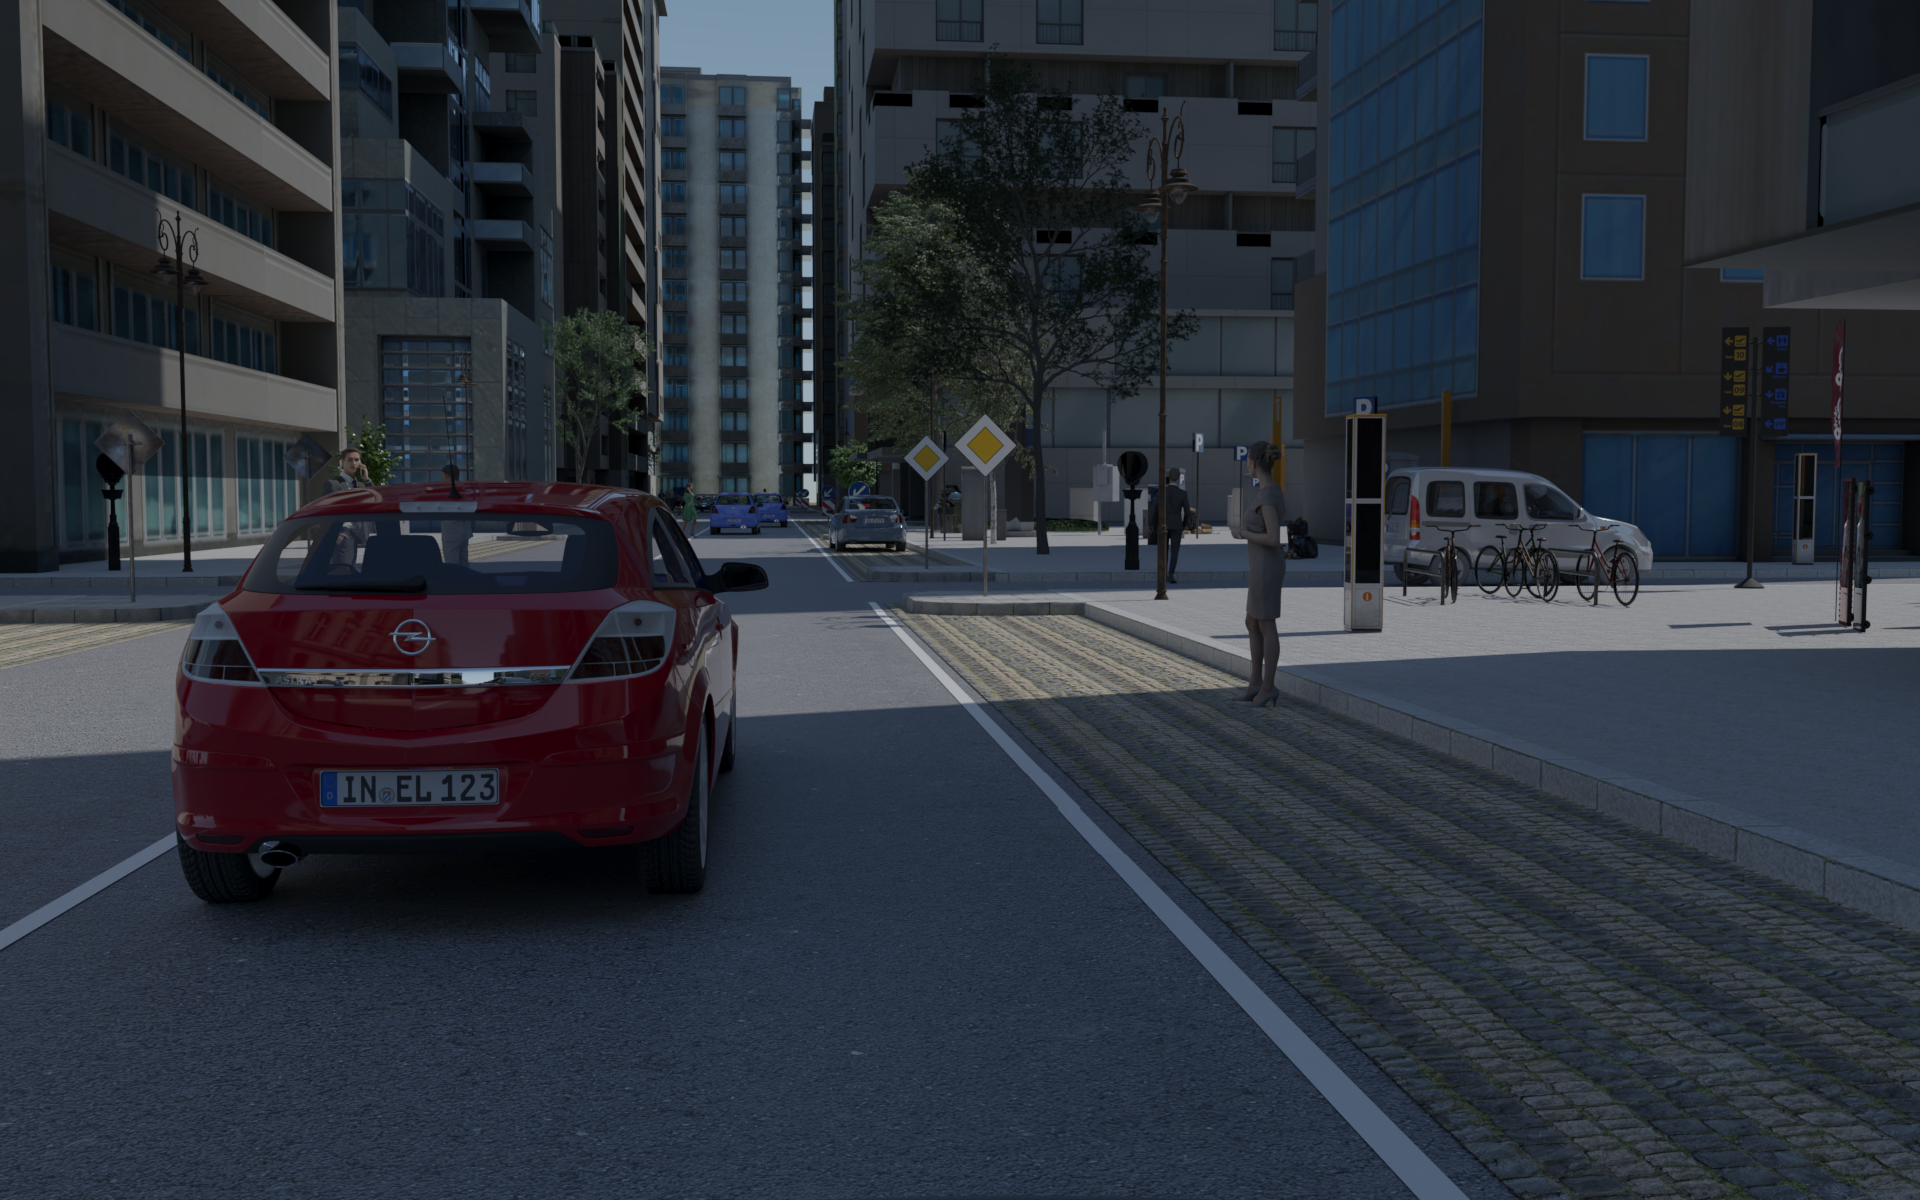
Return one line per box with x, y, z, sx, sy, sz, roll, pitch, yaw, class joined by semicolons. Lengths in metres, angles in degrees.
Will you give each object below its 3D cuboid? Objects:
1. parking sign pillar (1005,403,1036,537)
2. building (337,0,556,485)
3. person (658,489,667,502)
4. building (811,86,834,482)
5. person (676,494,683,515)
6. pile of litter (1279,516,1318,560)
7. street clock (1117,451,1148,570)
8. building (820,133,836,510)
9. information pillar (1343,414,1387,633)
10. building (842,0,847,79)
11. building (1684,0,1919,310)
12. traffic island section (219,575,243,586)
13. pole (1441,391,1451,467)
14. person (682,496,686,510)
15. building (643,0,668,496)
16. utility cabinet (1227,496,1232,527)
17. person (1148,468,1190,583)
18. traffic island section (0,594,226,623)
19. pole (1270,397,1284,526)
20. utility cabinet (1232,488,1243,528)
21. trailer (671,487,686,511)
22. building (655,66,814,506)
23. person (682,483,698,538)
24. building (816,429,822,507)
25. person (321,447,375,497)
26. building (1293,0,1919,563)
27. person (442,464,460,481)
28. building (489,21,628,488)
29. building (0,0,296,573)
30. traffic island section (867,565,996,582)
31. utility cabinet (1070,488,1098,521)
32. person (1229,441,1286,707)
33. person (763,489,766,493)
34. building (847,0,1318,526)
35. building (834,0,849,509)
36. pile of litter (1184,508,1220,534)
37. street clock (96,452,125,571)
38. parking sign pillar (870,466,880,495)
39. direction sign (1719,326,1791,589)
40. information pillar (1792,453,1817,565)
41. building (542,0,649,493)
1.771;-3.871;51.769;1.447;3.967;1.447;-1;4;-21;parking sign pillar
-27.885;-46.256;68.954;22.319;86.520;31.000;0;4;-6;building
-21.419;-7.093;124.913;0.683;1.767;0.568;-3;4;-36;person
-9.293;-33.290;194.394;14.200;45.320;14.600;0;4;-6;building
-19.061;-6.484;117.752;0.421;1.427;0.697;-2;4;-31;person
6.456;-1.249;34.380;1.719;0.858;1.176;-3;4;-38;pile of litter
2.908;-1.507;29.214;0.471;2.002;0.358;2;4;35;street clock
-4.461;-22.667;142.305;14.160;30.474;14.107;0;4;-6;building
3.759;-0.710;16.099;0.304;2.012;0.304;0;4;-1;information pillar
-0.400;-28.298;112.786;14.600;45.320;14.200;0;4;-6;building
11.798;-19.808;7.458;14.154;41.232;14.086;0;4;-6;building
-10.729;-0.381;28.513;2.009;0.180;2.903;0;4;-6;traffic island section
9.591;-2.470;34.232;0.158;3.312;0.155;0;3;0;pole
-19.044;-6.608;119.725;0.799;1.438;0.628;3;5;42;person
-41.741;-34.997;161.438;27.495;52.752;28.713;0;4;-6;building
10.859;-3.406;66.844;1.020;1.237;0.306;-1;4;-11;utility cabinet
3.395;-1.204;27.958;0.659;1.850;0.755;1;4;13;person
-9.845;0.104;20.577;2.009;0.180;2.903;0;4;-6;traffic island section
6.647;-2.602;36.383;0.158;3.312;0.155;0;3;0;pole
10.810;-3.441;64.947;1.173;1.500;0.318;0;4;-7;utility cabinet
-23.328;-8.376;143.999;1.471;1.999;3.904;0;4;-7;trailer
-32.162;-35.313;196.975;30.456;49.044;23.786;0;4;-6;building
-8.836;-2.920;56.489;0.529;1.795;0.600;1;4;9;person
-2.215;-52.081;164.197;22.319;86.520;31.000;0;4;-6;building
-6.117;-0.584;17.411;0.474;1.900;0.648;1;4;9;person
16.473;-23.722;37.962;14.200;45.320;14.600;0;4;-6;building
-6.346;-0.789;21.574;0.466;1.800;0.511;0;4;6;person
-28.846;-20.658;109.468;14.160;30.474;14.107;0;4;-6;building
-26.674;-25.205;35.801;21.300;48.544;21.600;0;4;-6;building
-0.550;-0.450;29.638;2.009;0.180;2.903;0;4;-6;traffic island section
4.681;-3.458;65.216;1.173;1.500;0.318;3;5;44;utility cabinet
1.990;-0.168;11.590;0.374;1.781;0.599;1;4;11;person
-13.723;-6.918;121.629;0.705;1.821;1.348;-1;4;-23;person
8.677;-30.118;81.668;28.713;52.752;27.495;0;4;-6;building
-2.282;-27.171;127.841;14.154;41.232;14.086;0;4;-6;building
7.601;-2.546;55.587;1.719;0.858;1.176;-1;4;-16;pile of litter
-14.188;-1.495;29.009;0.471;2.002;0.358;-2;4;-25;street clock
-5.103;-7.035;103.497;1.447;3.967;1.447;-1;4;-10;parking sign pillar
10.763;-1.928;23.515;0.876;3.537;0.379;0;4;7;direction sign
15.250;-1.639;31.284;0.304;2.012;0.304;1;4;12;information pillar
-34.526;-30.758;126.593;21.300;48.544;21.600;0;4;-6;building
